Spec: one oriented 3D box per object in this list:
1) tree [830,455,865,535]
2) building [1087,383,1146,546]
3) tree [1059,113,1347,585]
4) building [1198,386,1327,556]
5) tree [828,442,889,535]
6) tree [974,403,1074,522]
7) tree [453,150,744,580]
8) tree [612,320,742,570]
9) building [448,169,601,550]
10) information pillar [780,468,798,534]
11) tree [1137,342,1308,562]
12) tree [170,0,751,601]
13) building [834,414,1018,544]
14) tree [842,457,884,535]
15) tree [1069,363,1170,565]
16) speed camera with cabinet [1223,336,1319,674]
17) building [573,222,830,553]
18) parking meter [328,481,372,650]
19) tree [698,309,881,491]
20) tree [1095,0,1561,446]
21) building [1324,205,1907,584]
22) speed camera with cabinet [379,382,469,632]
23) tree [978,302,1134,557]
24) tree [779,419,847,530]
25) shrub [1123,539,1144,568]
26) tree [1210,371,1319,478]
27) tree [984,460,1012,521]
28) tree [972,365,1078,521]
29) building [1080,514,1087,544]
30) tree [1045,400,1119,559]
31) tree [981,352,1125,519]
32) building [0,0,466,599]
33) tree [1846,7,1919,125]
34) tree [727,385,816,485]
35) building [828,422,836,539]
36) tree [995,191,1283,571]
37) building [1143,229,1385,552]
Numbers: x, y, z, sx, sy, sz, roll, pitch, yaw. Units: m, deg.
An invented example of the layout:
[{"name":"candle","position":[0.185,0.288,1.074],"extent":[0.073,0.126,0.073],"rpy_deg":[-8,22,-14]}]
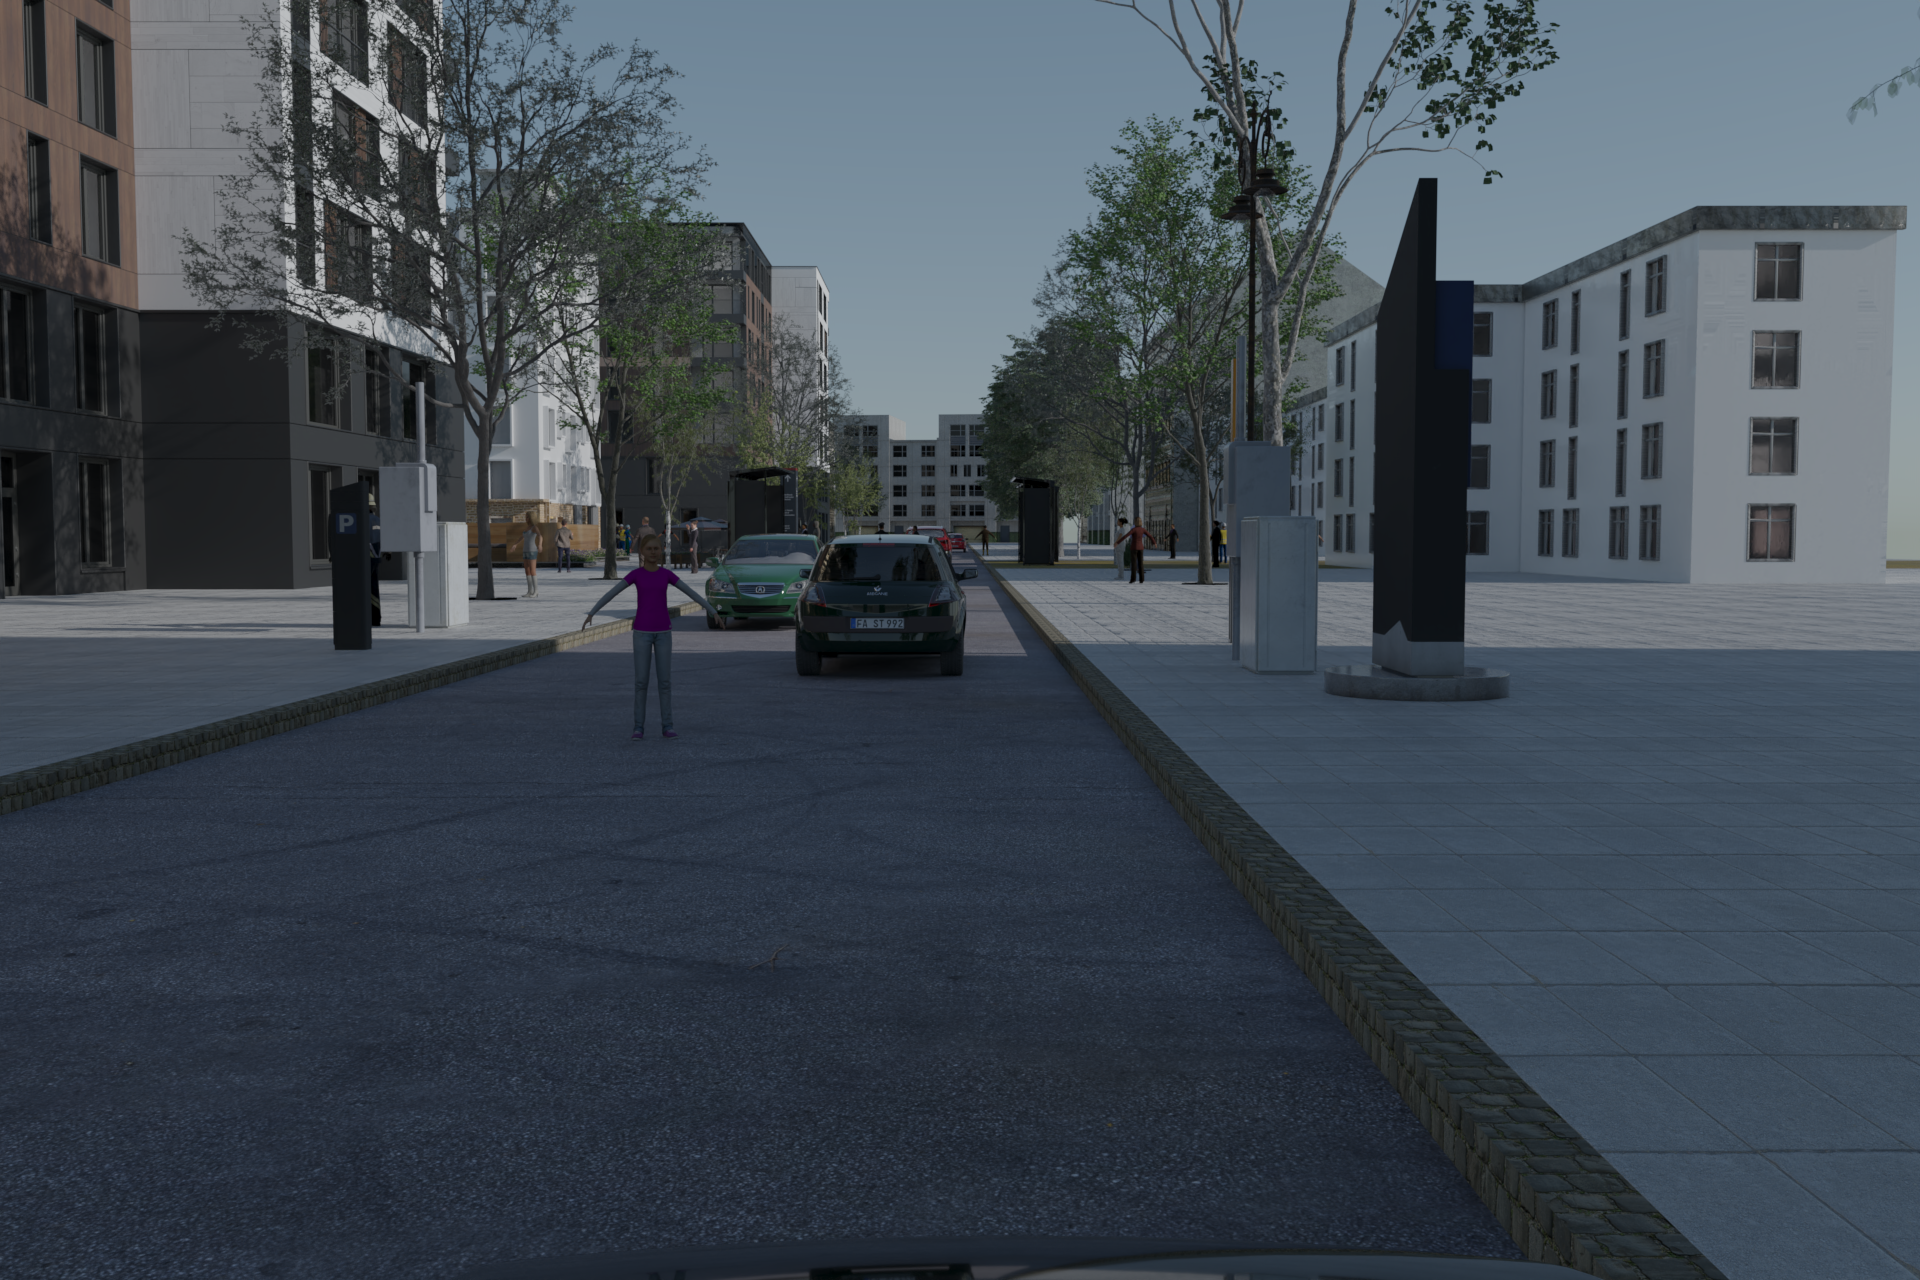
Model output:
[{"name":"tree","position":[-10.091,-12.298,151.429],"extent":[4.737,8.622,4.395],"rpy_deg":[0,3,0]},{"name":"building","position":[24.943,-20.858,207.480],"extent":[16.747,18.905,31.486],"rpy_deg":[0,4,0]},{"name":"tree","position":[6.062,-7.205,43.559],"extent":[9.928,11.665,9.643],"rpy_deg":[0,3,0]},{"name":"building","position":[21.626,-10.356,111.463],"extent":[9.099,9.664,28.070],"rpy_deg":[0,4,0]},{"name":"tree","position":[-10.303,-14.159,165.919],"extent":[7.601,10.594,8.767],"rpy_deg":[0,4,-4]},{"name":"tree","position":[5.844,-14.541,144.405],"extent":[9.857,13.997,8.962],"rpy_deg":[0,3,0]},{"name":"tree","position":[-9.880,-7.487,48.164],"extent":[9.928,11.665,9.643],"rpy_deg":[0,3,0]},{"name":"tree","position":[-9.690,-6.455,55.909],"extent":[4.360,8.622,3.978],"rpy_deg":[0,3,0]},{"name":"building","position":[-26.560,-14.355,91.128],"extent":[16.016,20.090,11.380],"rpy_deg":[0,3,0]},{"name":"information pillar","position":[-6.723,-4.816,68.125],"extent":[0.750,3.857,0.750],"rpy_deg":[0,4,0]},{"name":"tree","position":[11.758,-8.863,79.320],"extent":[8.767,10.594,7.601],"rpy_deg":[1,4,14]},{"name":"tree","position":[-9.284,-7.527,33.432],"extent":[12.009,13.543,11.850],"rpy_deg":[0,3,0]},{"name":"building","position":[-2.172,-24.035,261.882],"extent":[31.486,18.905,16.747],"rpy_deg":[0,4,7]},{"name":"tree","position":[-9.120,-12.724,158.402],"extent":[4.737,8.622,4.395],"rpy_deg":[0,3,0]},{"name":"tree","position":[6.212,-7.410,71.524],"extent":[4.360,8.622,3.978],"rpy_deg":[0,3,0]},{"name":"speed camera with cabinet","position":[2.994,-1.369,16.715],"extent":[0.660,3.252,2.038],"rpy_deg":[0,4,0]},{"name":"building","position":[-24.808,-17.493,129.987],"extent":[27.936,21.610,32.646],"rpy_deg":[0,4,0]},{"name":"parking meter","position":[-6.768,-0.826,19.211],"extent":[0.399,1.863,0.255],"rpy_deg":[0,4,0]},{"name":"tree","position":[-9.526,-11.334,95.685],"extent":[12.009,13.543,11.850],"rpy_deg":[0,3,0]},{"name":"tree","position":[6.134,-10.620,29.534],"extent":[12.611,20.169,13.585],"rpy_deg":[0,3,0]},{"name":"building","position":[19.655,-7.114,58.465],"extent":[9.099,9.664,28.070],"rpy_deg":[0,4,0]},{"name":"speed camera with cabinet","position":[-7.223,-1.775,23.356],"extent":[0.660,3.252,2.038],"rpy_deg":[0,4,0]},{"name":"tree","position":[5.487,-11.626,96.744],"extent":[9.857,13.997,8.962],"rpy_deg":[0,3,0]},{"name":"tree","position":[-9.416,-9.652,108.169],"extent":[4.737,8.622,4.395],"rpy_deg":[0,3,0]},{"name":"shrub","position":[6.515,-3.336,65.664],"extent":[1.383,1.207,1.383],"rpy_deg":[0,3,0]},{"name":"tree","position":[11.857,-7.369,70.848],"extent":[4.360,8.622,3.978],"rpy_deg":[0,3,0]},{"name":"tree","position":[5.794,-15.382,169.628],"extent":[7.486,12.596,7.792],"rpy_deg":[0,3,0]},{"name":"tree","position":[5.791,-13.370,125.255],"extent":[9.857,13.997,8.962],"rpy_deg":[0,3,0]},{"name":"building","position":[26.095,-24.629,233.607],"extent":[19.493,23.208,18.063],"rpy_deg":[0,4,0]},{"name":"tree","position":[6.025,-8.444,88.415],"extent":[4.360,8.622,3.978],"rpy_deg":[0,3,0]},{"name":"tree","position":[5.953,-12.295,107.671],"extent":[9.857,13.997,8.962],"rpy_deg":[0,3,0]},{"name":"building","position":[-29.323,-11.818,37.205],"extent":[27.936,21.610,32.646],"rpy_deg":[0,3,0]},{"name":"tree","position":[5.662,-3.587,9.017],"extent":[4.360,8.622,3.978],"rpy_deg":[0,3,0]},{"name":"tree","position":[-9.523,-8.245,85.169],"extent":[4.737,8.622,4.395],"rpy_deg":[0,3,0]},{"name":"building","position":[-27.071,-24.712,234.964],"extent":[19.493,23.208,18.063],"rpy_deg":[0,4,1]},{"name":"tree","position":[6.249,-9.170,60.294],"extent":[12.009,13.543,11.850],"rpy_deg":[0,3,0]},{"name":"building","position":[24.586,-18.555,134.299],"extent":[19.493,23.208,18.063],"rpy_deg":[0,4,0]}]
